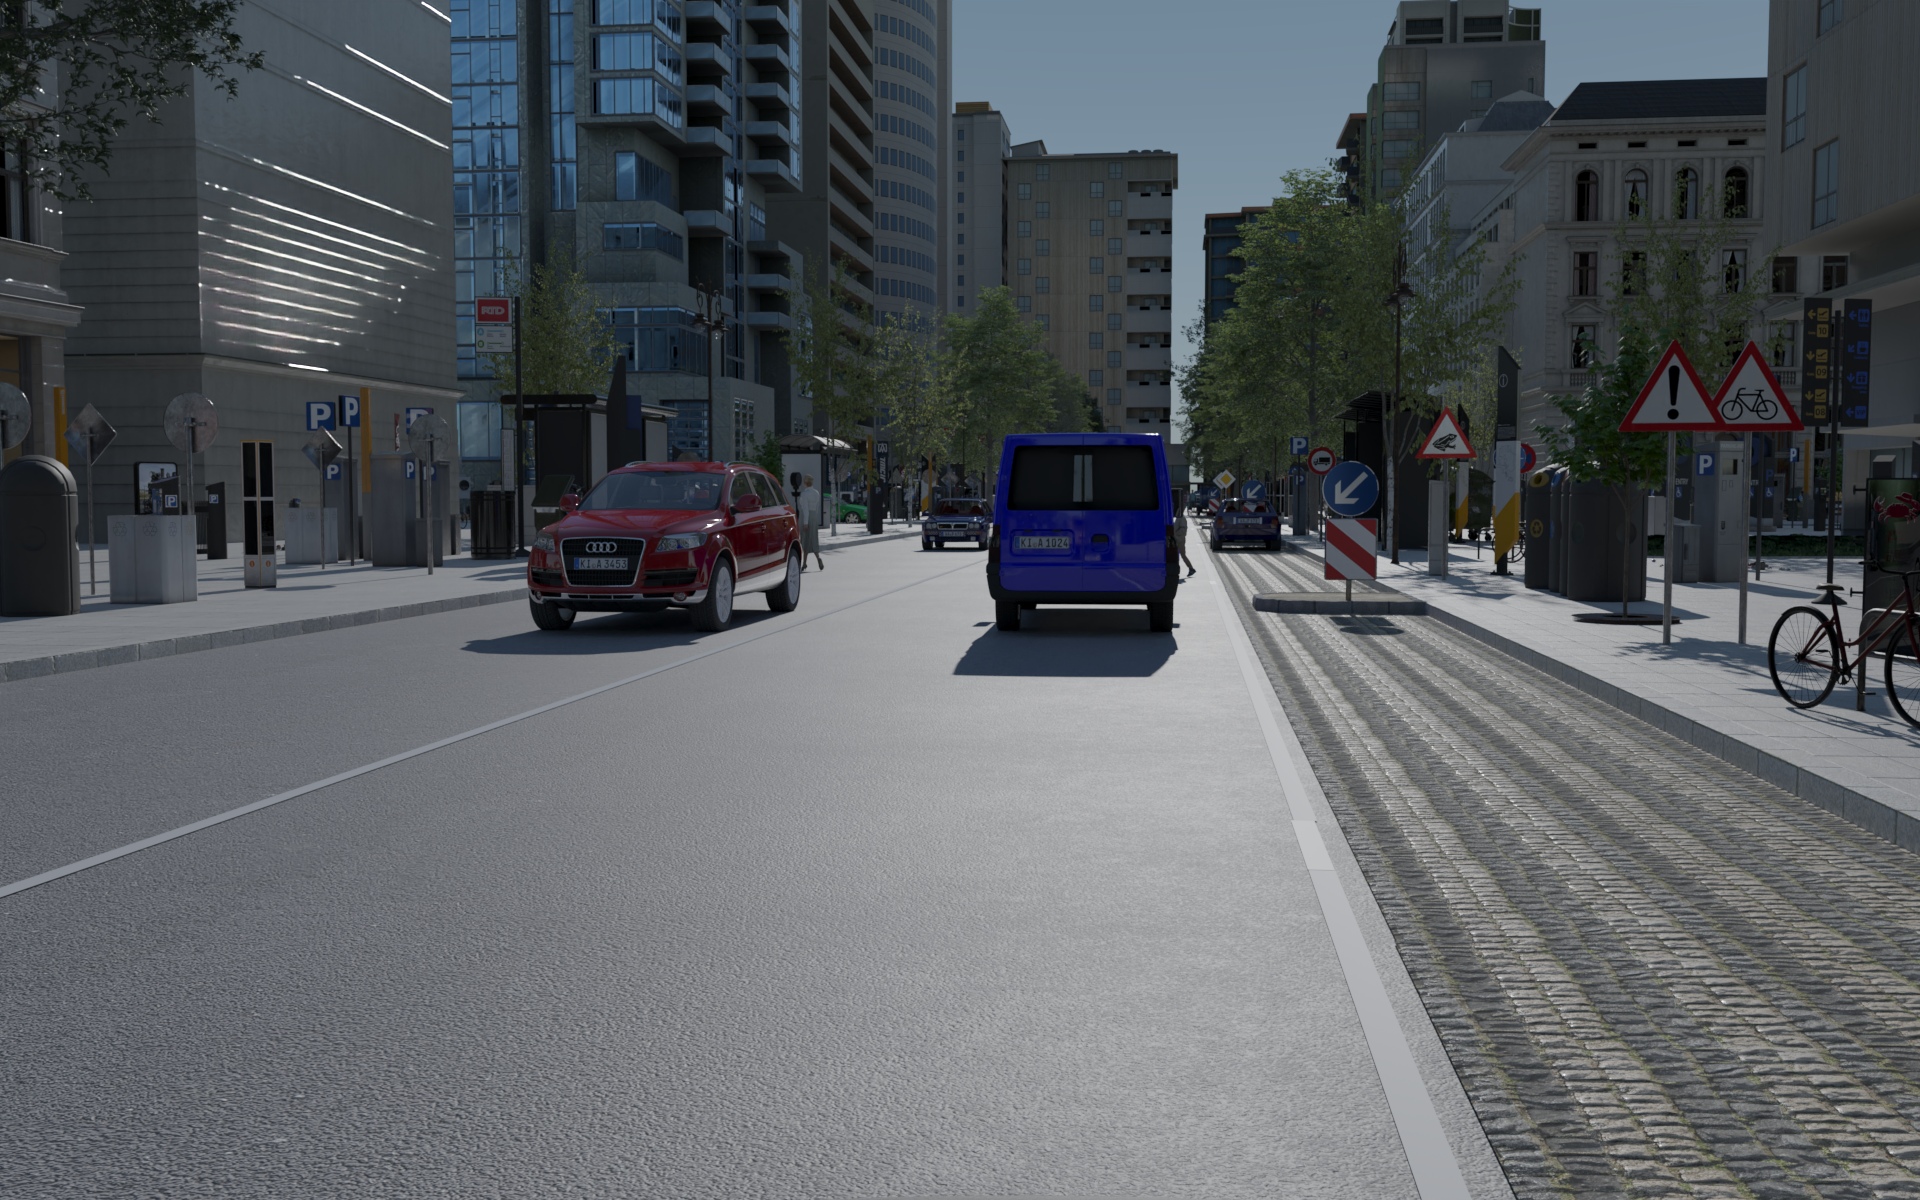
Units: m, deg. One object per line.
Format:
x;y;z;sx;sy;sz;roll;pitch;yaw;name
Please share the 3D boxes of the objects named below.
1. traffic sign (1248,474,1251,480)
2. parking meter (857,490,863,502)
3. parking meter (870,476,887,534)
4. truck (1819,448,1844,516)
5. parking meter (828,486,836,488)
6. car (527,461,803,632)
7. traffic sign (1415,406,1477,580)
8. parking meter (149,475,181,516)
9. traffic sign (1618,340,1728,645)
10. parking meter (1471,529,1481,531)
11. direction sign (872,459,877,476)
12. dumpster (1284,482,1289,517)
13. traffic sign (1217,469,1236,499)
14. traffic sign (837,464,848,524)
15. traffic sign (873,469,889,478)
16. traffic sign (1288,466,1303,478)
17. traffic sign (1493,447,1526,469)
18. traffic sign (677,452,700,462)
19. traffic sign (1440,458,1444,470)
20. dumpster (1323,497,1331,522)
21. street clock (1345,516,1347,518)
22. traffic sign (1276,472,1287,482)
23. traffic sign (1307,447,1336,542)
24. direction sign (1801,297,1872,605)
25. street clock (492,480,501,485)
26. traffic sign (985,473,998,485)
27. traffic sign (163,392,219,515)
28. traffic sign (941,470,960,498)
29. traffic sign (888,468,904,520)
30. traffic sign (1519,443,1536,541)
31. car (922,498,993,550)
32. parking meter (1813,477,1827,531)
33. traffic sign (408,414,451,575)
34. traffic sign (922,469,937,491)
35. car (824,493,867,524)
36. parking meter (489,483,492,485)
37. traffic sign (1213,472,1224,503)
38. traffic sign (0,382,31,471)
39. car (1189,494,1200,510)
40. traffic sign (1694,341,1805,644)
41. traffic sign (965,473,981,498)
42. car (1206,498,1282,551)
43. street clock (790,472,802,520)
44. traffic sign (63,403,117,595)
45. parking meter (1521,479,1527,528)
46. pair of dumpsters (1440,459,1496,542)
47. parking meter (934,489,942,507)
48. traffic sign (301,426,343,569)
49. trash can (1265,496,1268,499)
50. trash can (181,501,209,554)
18.217;-6.567;107.480;0.768;2.556;0.104;1;4;14;traffic sign
-6.381;-6.256;110.688;0.372;1.533;0.369;0;3;0;parking meter
-2.654;-3.032;55.282;0.399;1.863;0.255;-2;4;-29;parking meter
39.923;-4.620;71.468;9.791;3.379;3.469;0;4;5;truck
-6.348;-4.919;86.143;0.255;1.863;0.399;-3;4;-37;parking meter
-3.218;-0.680;19.789;2.281;1.827;5.304;0;4;8;car
7.217;-1.575;25.750;0.884;2.594;0.081;1;4;14;traffic sign
-10.587;-0.899;23.108;0.372;1.533;0.369;0;3;0;parking meter
6.020;-0.898;14.680;0.884;2.594;0.081;1;4;9;traffic sign
17.045;-2.986;57.235;0.372;1.533;0.369;0;3;0;parking meter
-5.286;-7.274;110.933;0.876;3.537;0.379;0;4;-6;direction sign
15.096;-4.473;78.892;1.264;1.857;1.865;0;4;7;dumpster
10.850;-4.098;70.644;0.795;2.450;0.064;0;4;7;traffic sign
-5.136;-4.496;73.614;0.768;2.556;0.104;1;4;13;traffic sign
-3.742;-5.013;82.073;0.768;2.556;0.104;1;4;13;traffic sign
15.497;-4.879;79.884;0.768;2.556;0.104;1;4;16;traffic sign
13.417;-2.585;42.368;0.768;2.556;0.104;1;4;12;traffic sign
-8.145;-3.169;51.911;0.768;2.556;0.104;1;4;11;traffic sign
14.327;-3.195;52.339;0.768;2.556;0.104;1;4;12;traffic sign
17.150;-4.647;78.468;1.502;2.255;1.985;0;4;7;dumpster
9.142;-2.212;40.744;0.358;2.002;0.471;1;4;15;street clock
18.814;-6.222;101.830;0.768;2.556;0.104;1;4;12;traffic sign
9.749;-2.850;46.700;0.768;2.556;0.104;1;4;15;traffic sign
10.148;-1.720;20.114;0.876;3.537;0.379;-1;4;-12;direction sign
-23.719;-5.148;88.733;0.471;2.002;0.358;-2;4;-34;street clock
1.820;-6.195;101.388;0.768;2.556;0.104;0;4;8;traffic sign
-9.600;-1.315;21.605;0.768;2.556;0.104;1;4;11;traffic sign
-0.402;-4.186;72.084;0.795;2.450;0.064;0;4;7;traffic sign
-3.156;-5.246;85.773;0.884;2.594;0.081;1;4;13;traffic sign
14.043;-2.652;43.468;0.768;2.556;0.104;0;4;8;traffic sign
0.022;-2.020;45.601;1.945;1.354;3.894;0;4;6;car
29.602;-3.295;59.590;0.255;1.863;0.399;0;4;-2;parking meter
-8.435;-1.676;27.514;0.768;2.556;0.104;1;4;16;traffic sign
-1.585;-5.416;88.657;0.768;2.556;0.104;1;4;12;traffic sign
-5.919;-4.111;76.014;4.718;1.807;1.959;0;4;8;car
-24.110;-5.128;89.551;0.399;1.863;0.255;2;4;35;parking meter
11.853;-4.583;78.566;0.795;2.450;0.064;0;4;7;traffic sign
-10.891;-1.196;19.660;0.768;2.556;0.104;1;4;9;traffic sign
21.527;-8.987;156.725;2.009;1.686;4.222;0;4;7;car
6.712;-0.904;14.788;0.884;2.594;0.081;1;4;10;traffic sign
0.601;-4.671;80.006;0.795;2.450;0.064;0;4;7;traffic sign
7.350;-1.967;44.738;1.945;1.354;3.894;0;4;7;car
-5.438;-3.235;57.459;0.358;2.002;0.471;1;4;19;street clock
-11.040;-1.272;21.990;0.795;2.450;0.064;1;4;14;traffic sign
20.102;-3.450;62.122;0.399;1.863;0.255;1;4;22;parking meter
13.881;-2.810;48.431;1.574;2.255;4.437;0;4;7;pair of dumpsters
-1.023;-4.392;80.212;0.372;1.533;0.369;0;3;0;parking meter
-10.838;-1.727;29.420;0.795;2.450;0.064;1;4;14;traffic sign
23.512;-7.466;133.722;0.748;1.137;0.748;0;3;0;trash can
-16.370;-1.561;37.180;0.748;1.137;0.748;0;3;0;trash can
